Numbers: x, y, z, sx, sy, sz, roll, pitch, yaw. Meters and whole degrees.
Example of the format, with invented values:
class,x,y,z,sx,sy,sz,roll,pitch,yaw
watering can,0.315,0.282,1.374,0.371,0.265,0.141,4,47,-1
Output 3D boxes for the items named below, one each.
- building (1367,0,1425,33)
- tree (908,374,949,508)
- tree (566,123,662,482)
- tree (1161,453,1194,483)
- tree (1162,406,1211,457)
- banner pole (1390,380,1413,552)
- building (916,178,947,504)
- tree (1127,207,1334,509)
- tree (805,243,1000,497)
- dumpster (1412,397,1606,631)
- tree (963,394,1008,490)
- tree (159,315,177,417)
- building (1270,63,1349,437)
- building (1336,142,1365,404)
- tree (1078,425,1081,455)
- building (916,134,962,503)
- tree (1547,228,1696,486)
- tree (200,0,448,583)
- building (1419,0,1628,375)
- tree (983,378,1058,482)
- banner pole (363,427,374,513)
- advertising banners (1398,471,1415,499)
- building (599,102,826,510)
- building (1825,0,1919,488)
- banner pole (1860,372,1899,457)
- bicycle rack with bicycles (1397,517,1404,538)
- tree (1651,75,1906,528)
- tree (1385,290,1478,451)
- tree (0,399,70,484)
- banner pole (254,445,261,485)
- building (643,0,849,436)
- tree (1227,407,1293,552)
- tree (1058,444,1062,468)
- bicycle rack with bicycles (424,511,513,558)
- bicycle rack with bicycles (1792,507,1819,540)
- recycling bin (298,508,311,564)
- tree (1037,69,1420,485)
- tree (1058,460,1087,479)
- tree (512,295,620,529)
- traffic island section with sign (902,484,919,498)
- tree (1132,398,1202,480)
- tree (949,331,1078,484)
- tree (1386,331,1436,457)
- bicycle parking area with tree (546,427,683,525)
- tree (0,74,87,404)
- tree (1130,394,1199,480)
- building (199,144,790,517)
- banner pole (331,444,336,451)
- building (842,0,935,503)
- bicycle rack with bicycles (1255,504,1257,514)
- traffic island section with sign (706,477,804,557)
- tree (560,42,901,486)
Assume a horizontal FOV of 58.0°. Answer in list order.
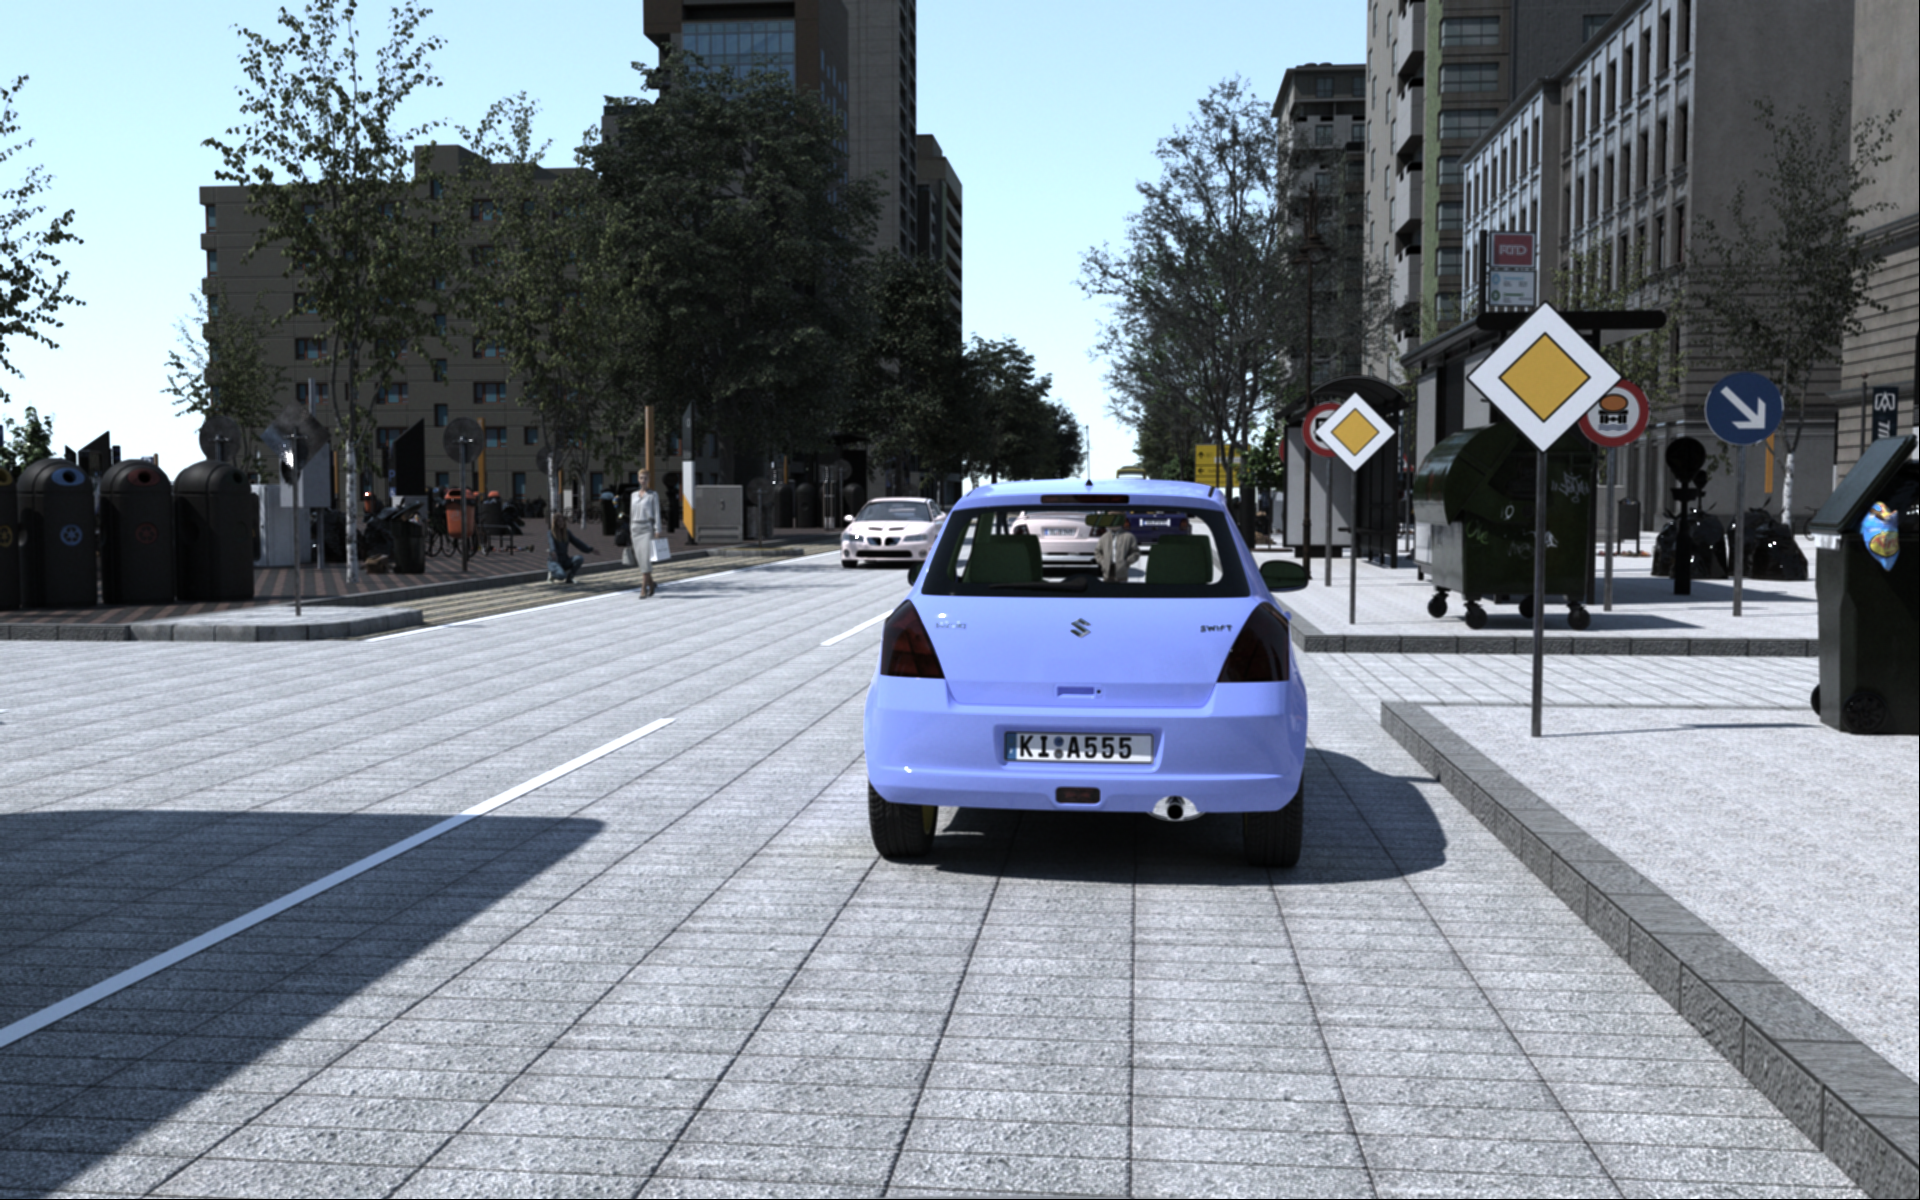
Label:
class,x,y,z,sx,sy,sz,roll,pitch,yaw
building,43.849,-32.596,122.181,28.713,52.752,27.495,0,4,6
tree,-1.479,-9.265,101.839,4.737,8.622,4.395,0,3,0
tree,-7.517,-4.989,31.934,4.737,8.622,4.395,0,3,0
tree,15.887,-8.441,121.719,4.285,4.588,4.351,0,3,0
tree,18.809,-11.862,144.313,4.737,8.622,4.395,0,3,0
banner pole,9.785,-2.959,38.400,0.401,3.779,0.863,-2,4,-28
building,-9.417,-32.779,219.525,14.154,41.232,14.086,0,4,6
tree,9.916,-8.466,64.167,9.928,11.665,9.643,0,3,0
tree,-2.702,-9.917,79.155,9.611,12.733,9.660,0,3,0
dumpster,5.373,-0.892,17.074,1.502,2.255,1.985,0,4,6
tree,1.151,-10.479,121.701,4.360,8.622,3.978,0,3,0
tree,-24.339,-6.585,58.028,4.737,8.622,4.395,0,3,0
building,52.778,-37.929,209.377,28.713,52.752,27.495,0,4,6
building,38.310,-22.790,144.310,14.160,30.474,14.107,0,4,6
tree,12.138,-19.952,232.876,9.857,13.997,8.962,0,3,0
building,-11.350,-37.536,237.408,21.300,48.544,21.600,0,4,6
tree,18.278,-6.025,48.874,4.737,8.622,4.395,0,3,0
tree,-8.573,-4.558,24.890,4.737,8.622,4.395,0,3,0
building,34.473,-25.630,102.642,14.154,41.232,14.086,0,4,6
tree,5.183,-15.236,167.234,7.486,12.596,7.792,0,3,0
banner pole,-21.909,-4.538,64.206,0.401,3.779,0.863,0,4,7
advertising banners,20.501,-5.137,80.173,2.074,3.025,0.090,1,4,10
building,-18.313,-22.001,131.425,14.160,30.474,14.107,0,4,6
building,37.826,-13.134,33.821,34.723,24.649,14.460,0,4,6
banner pole,18.819,-2.790,35.641,0.863,3.779,0.401,1,4,20
bicycle rack with bicycles,11.618,-2.331,51.501,2.852,0.926,2.925,0,4,-6
tree,14.935,-4.951,31.307,4.360,8.622,3.978,0,3,0
tree,17.261,-6.811,61.721,4.737,8.622,4.395,0,3,0
tree,-18.529,-2.459,34.804,1.663,3.219,1.824,0,3,0
banner pole,-35.838,-6.020,88.445,0.401,3.779,0.863,-3,5,-40
building,-17.324,-30.313,145.724,14.600,45.320,14.200,0,4,6
tree,6.930,-2.703,38.795,1.663,3.219,1.824,0,3,0
tree,6.869,-16.295,184.548,7.486,12.596,7.792,0,3,0
bicycle rack with bicycles,-10.577,-1.380,35.937,2.852,0.926,2.925,-3,5,-40
bicycle rack with bicycles,24.498,-2.103,47.758,2.925,0.926,2.852,-3,4,-38
recycling bin,-12.357,-1.167,31.631,0.722,1.027,0.722,0,4,8
tree,8.340,-8.616,51.239,12.009,13.543,11.850,0,3,0
tree,14.712,-19.447,252.366,8.767,10.594,7.601,-2,4,-29
tree,-14.045,-6.907,63.289,4.360,8.622,3.978,0,3,0
traffic island section with sign,-1.904,-3.572,67.026,1.989,1.847,2.006,0,4,6
tree,23.931,-16.928,193.781,9.611,12.733,9.660,0,3,0
tree,2.810,-14.028,136.017,9.857,13.997,8.962,0,3,0
tree,21.078,-7.753,77.126,4.360,8.622,3.978,0,3,0
bicycle parking area with tree,-13.390,-5.453,76.158,9.016,4.147,8.231,3,5,41
tree,-16.811,-4.785,28.592,4.737,8.622,4.395,0,3,0
tree,21.195,-15.917,178.377,7.486,12.596,7.792,0,3,0
building,-27.407,-16.234,110.462,27.650,21.520,28.899,0,4,6
banner pole,-31.714,-5.952,87.330,0.863,3.779,0.401,0,4,-3
building,-13.580,-46.690,201.634,20.563,71.187,20.611,0,4,6
bicycle rack with bicycles,14.328,-4.728,90.685,2.925,0.926,2.852,1,4,19
traffic island section with sign,-4.697,-1.932,40.216,1.989,1.847,2.006,0,4,6
tree,-6.703,-8.775,50.120,9.857,13.997,8.962,0,3,0
